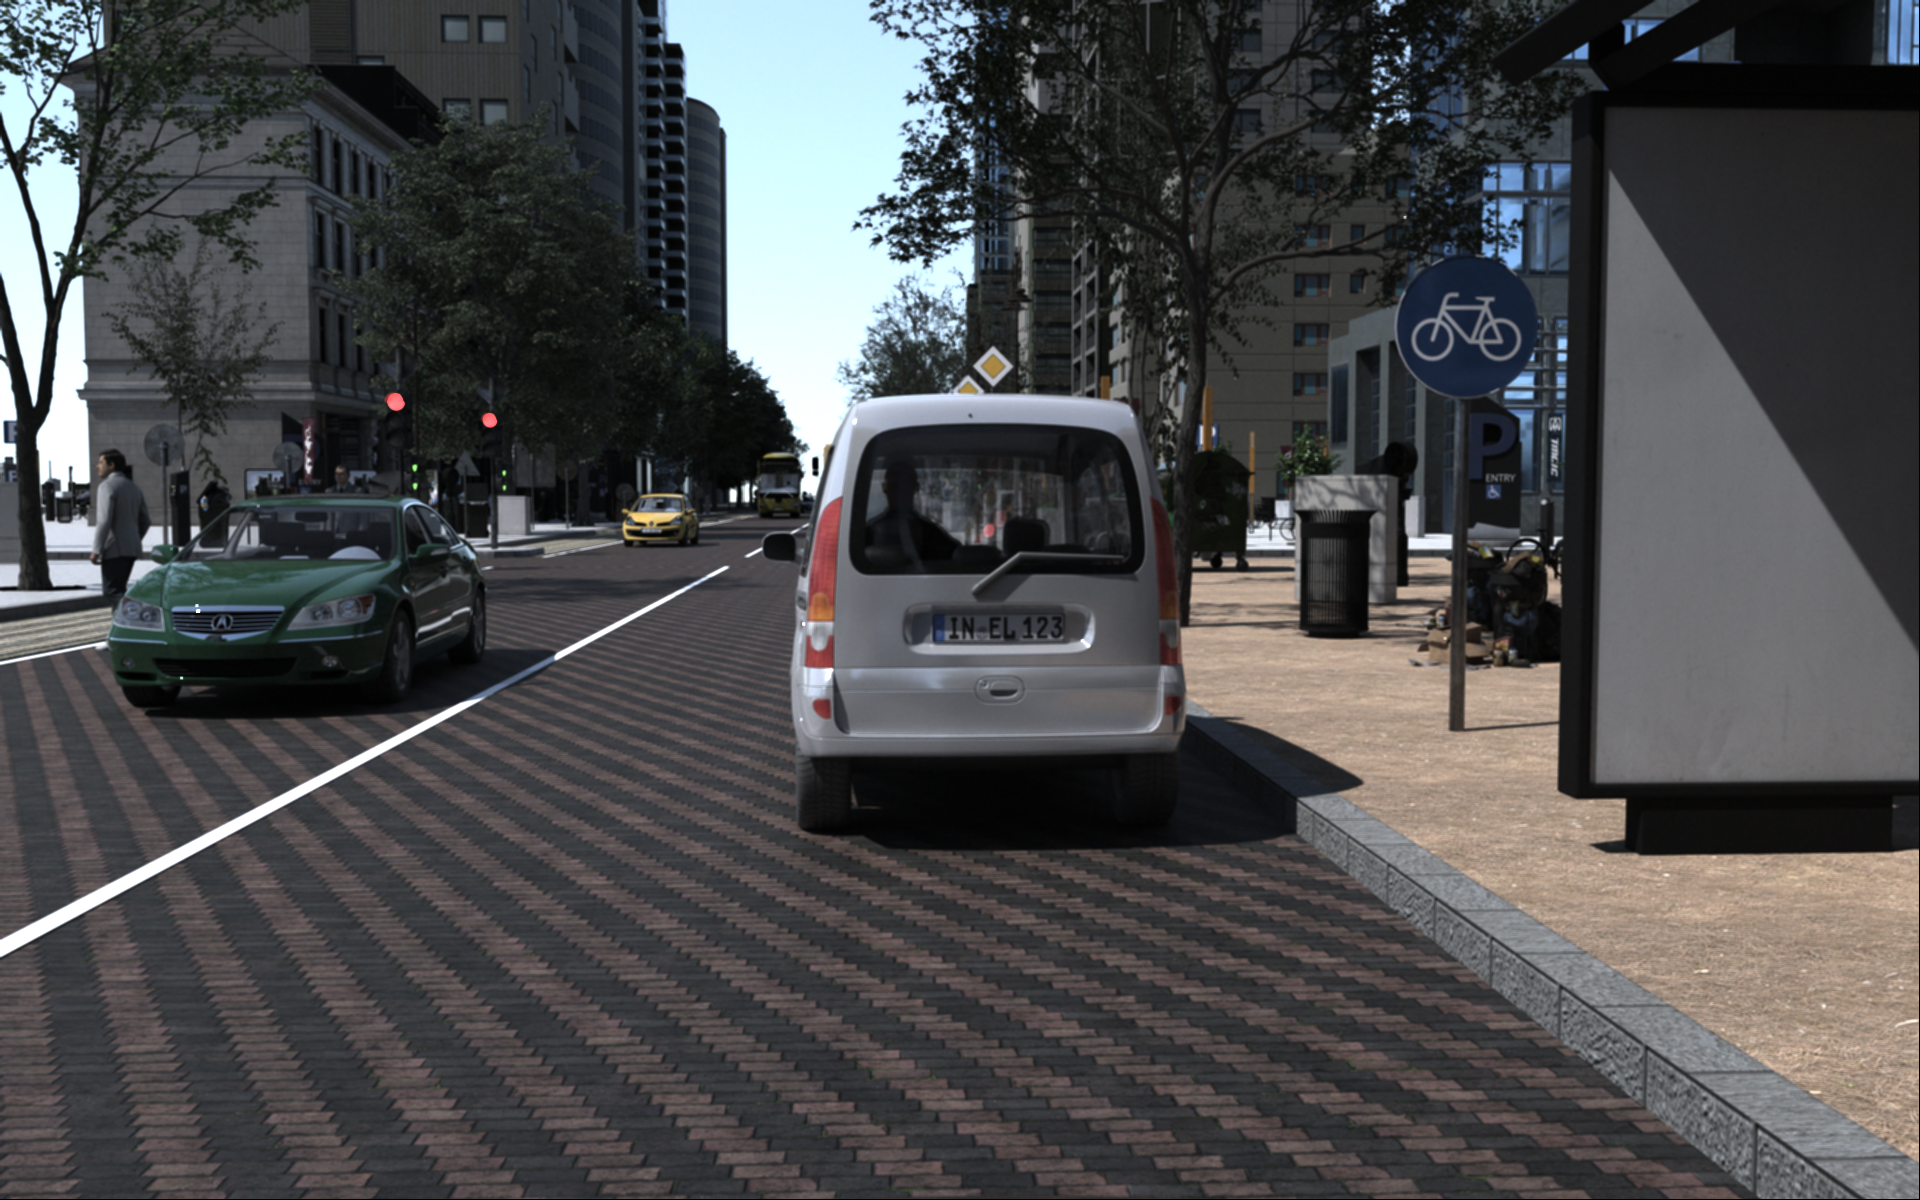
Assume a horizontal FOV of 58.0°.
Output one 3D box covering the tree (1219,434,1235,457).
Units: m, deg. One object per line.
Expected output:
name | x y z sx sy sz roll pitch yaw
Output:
tree | 7.749 -3.471 51.355 1.663 3.219 1.824 0 3 0

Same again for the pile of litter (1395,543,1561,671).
pile of litter | 4.042 0.039 13.325 1.719 0.858 1.176 -2 4 -34

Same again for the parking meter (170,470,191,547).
parking meter | -18.933 -2.223 42.056 0.255 1.863 0.399 2 4 33

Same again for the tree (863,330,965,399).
tree | -2.570 -11.173 108.427 9.928 11.665 9.643 0 3 0

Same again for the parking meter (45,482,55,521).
parking meter | -43.175 -4.676 82.167 0.255 1.863 0.399 0 4 8

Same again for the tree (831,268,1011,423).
tree | -2.151 -11.305 95.201 12.009 13.543 11.850 0 3 0

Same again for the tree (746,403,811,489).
tree | -22.954 -18.046 212.051 9.611 12.733 9.660 0 3 0

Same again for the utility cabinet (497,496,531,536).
utility cabinet | -13.671 -2.568 53.152 1.020 1.237 0.306 1 4 20

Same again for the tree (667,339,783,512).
tree | -17.595 -12.758 126.726 7.486 12.596 7.792 0 3 0

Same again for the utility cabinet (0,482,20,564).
utility cabinet | -17.423 -1.401 31.590 1.173 1.500 0.318 -2 4 -25

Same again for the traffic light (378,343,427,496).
traffic light | -10.388 -2.649 32.238 0.839 4.253 0.868 0 4 -3

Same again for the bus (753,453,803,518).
bus | -11.096 -7.061 106.992 2.896 3.916 12.252 0 4 -5

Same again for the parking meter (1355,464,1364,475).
parking meter | 7.120 -1.512 30.430 0.399 1.863 0.255 1 4 23

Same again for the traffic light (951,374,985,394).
traffic light | 0.172 -3.174 40.823 0.839 4.253 0.868 0 4 -3

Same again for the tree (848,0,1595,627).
tree | 2.390 -5.009 16.308 7.601 10.594 8.767 1 4 20

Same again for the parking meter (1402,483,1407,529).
parking meter | 6.177 -1.000 24.768 0.372 1.533 0.369 0 3 0

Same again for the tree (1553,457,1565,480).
tree | 16.578 -3.102 45.324 1.663 3.219 1.824 0 3 0

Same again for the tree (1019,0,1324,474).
tree | 2.804 -4.512 24.138 4.360 8.622 3.978 0 3 0

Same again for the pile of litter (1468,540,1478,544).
pile of litter | 5.009 -0.152 16.449 1.176 0.858 1.719 -2 4 -33

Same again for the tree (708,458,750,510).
tree | -18.305 -9.348 136.554 4.285 4.588 4.351 0 3 0

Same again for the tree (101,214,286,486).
tree | -20.621 -5.879 46.489 4.360 8.622 3.978 0 3 0

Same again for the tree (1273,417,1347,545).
tree | 8.626 -2.995 43.570 1.663 3.219 1.824 0 3 0

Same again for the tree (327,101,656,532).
tree | -14.728 -9.099 55.421 9.857 13.997 8.962 0 3 0

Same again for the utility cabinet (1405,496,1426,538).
utility cabinet | 13.161 -2.424 50.801 0.306 1.237 1.020 -2 4 -34

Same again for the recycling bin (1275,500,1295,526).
recycling bin | 13.152 -3.490 69.614 0.722 1.027 0.722 -3 5 -44

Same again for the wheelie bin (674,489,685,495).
wheelie bin | -16.193 -5.612 99.667 0.693 1.594 0.980 -2 4 -28

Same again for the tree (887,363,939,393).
tree | -4.109 -14.127 147.990 9.611 12.733 9.660 0 3 0

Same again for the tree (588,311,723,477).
tree | -17.074 -10.372 95.339 9.928 11.665 9.643 0 3 0

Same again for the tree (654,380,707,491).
tree | -17.336 -9.535 106.257 4.360 8.622 3.978 0 3 0

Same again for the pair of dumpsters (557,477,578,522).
pair of dumpsters | -18.184 -4.903 82.657 1.574 2.255 4.437 0 4 -3

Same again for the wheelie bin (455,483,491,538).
wheelie bin | -14.130 -2.607 50.537 0.980 1.594 0.693 -1 4 -19

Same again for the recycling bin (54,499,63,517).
recycling bin | -50.944 -5.192 97.439 0.722 1.027 0.722 3 5 45

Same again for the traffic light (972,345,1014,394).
traffic light | 0.606 -2.687 32.850 0.839 4.253 0.868 0 4 -3

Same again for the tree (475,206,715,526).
tree | -15.005 -9.291 68.913 9.611 12.733 9.660 0 3 0

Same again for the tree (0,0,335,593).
tree | -12.352 -5.942 22.904 9.928 11.665 9.643 0 3 0

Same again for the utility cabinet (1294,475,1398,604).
utility cabinet | 4.540 -0.715 20.365 1.173 1.500 0.318 3 5 40

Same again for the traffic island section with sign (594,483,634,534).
traffic island section with sign | -12.081 -3.294 62.486 1.989 1.847 2.006 0 4 -3

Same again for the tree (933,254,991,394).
tree | 0.976 -6.299 53.350 4.360 8.622 3.978 0 3 0

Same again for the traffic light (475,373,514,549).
traffic light | -10.822 -3.137 40.211 0.839 4.253 0.868 0 4 -3

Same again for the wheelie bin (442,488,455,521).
wheelie bin | -16.205 -2.918 55.625 0.693 1.594 0.980 1 4 21

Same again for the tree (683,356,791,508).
tree | -20.431 -15.444 159.170 9.857 13.997 8.962 0 3 0

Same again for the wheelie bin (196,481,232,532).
wheelie bin | -17.776 -2.044 41.327 0.693 1.594 0.980 -1 4 -10

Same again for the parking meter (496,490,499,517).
parking meter | -25.859 -5.411 96.887 0.372 1.533 0.369 0 3 0

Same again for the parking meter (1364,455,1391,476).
parking meter | 6.295 -1.235 25.903 0.255 1.863 0.399 -1 4 -19

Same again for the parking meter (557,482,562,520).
parking meter | -20.067 -4.963 86.850 0.255 1.863 0.399 -1 4 -8

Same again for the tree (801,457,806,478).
tree | -25.582 -19.202 264.313 4.737 8.622 4.395 0 3 0

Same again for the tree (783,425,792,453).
tree | -20.474 -15.562 172.571 7.486 12.596 7.792 0 3 0
